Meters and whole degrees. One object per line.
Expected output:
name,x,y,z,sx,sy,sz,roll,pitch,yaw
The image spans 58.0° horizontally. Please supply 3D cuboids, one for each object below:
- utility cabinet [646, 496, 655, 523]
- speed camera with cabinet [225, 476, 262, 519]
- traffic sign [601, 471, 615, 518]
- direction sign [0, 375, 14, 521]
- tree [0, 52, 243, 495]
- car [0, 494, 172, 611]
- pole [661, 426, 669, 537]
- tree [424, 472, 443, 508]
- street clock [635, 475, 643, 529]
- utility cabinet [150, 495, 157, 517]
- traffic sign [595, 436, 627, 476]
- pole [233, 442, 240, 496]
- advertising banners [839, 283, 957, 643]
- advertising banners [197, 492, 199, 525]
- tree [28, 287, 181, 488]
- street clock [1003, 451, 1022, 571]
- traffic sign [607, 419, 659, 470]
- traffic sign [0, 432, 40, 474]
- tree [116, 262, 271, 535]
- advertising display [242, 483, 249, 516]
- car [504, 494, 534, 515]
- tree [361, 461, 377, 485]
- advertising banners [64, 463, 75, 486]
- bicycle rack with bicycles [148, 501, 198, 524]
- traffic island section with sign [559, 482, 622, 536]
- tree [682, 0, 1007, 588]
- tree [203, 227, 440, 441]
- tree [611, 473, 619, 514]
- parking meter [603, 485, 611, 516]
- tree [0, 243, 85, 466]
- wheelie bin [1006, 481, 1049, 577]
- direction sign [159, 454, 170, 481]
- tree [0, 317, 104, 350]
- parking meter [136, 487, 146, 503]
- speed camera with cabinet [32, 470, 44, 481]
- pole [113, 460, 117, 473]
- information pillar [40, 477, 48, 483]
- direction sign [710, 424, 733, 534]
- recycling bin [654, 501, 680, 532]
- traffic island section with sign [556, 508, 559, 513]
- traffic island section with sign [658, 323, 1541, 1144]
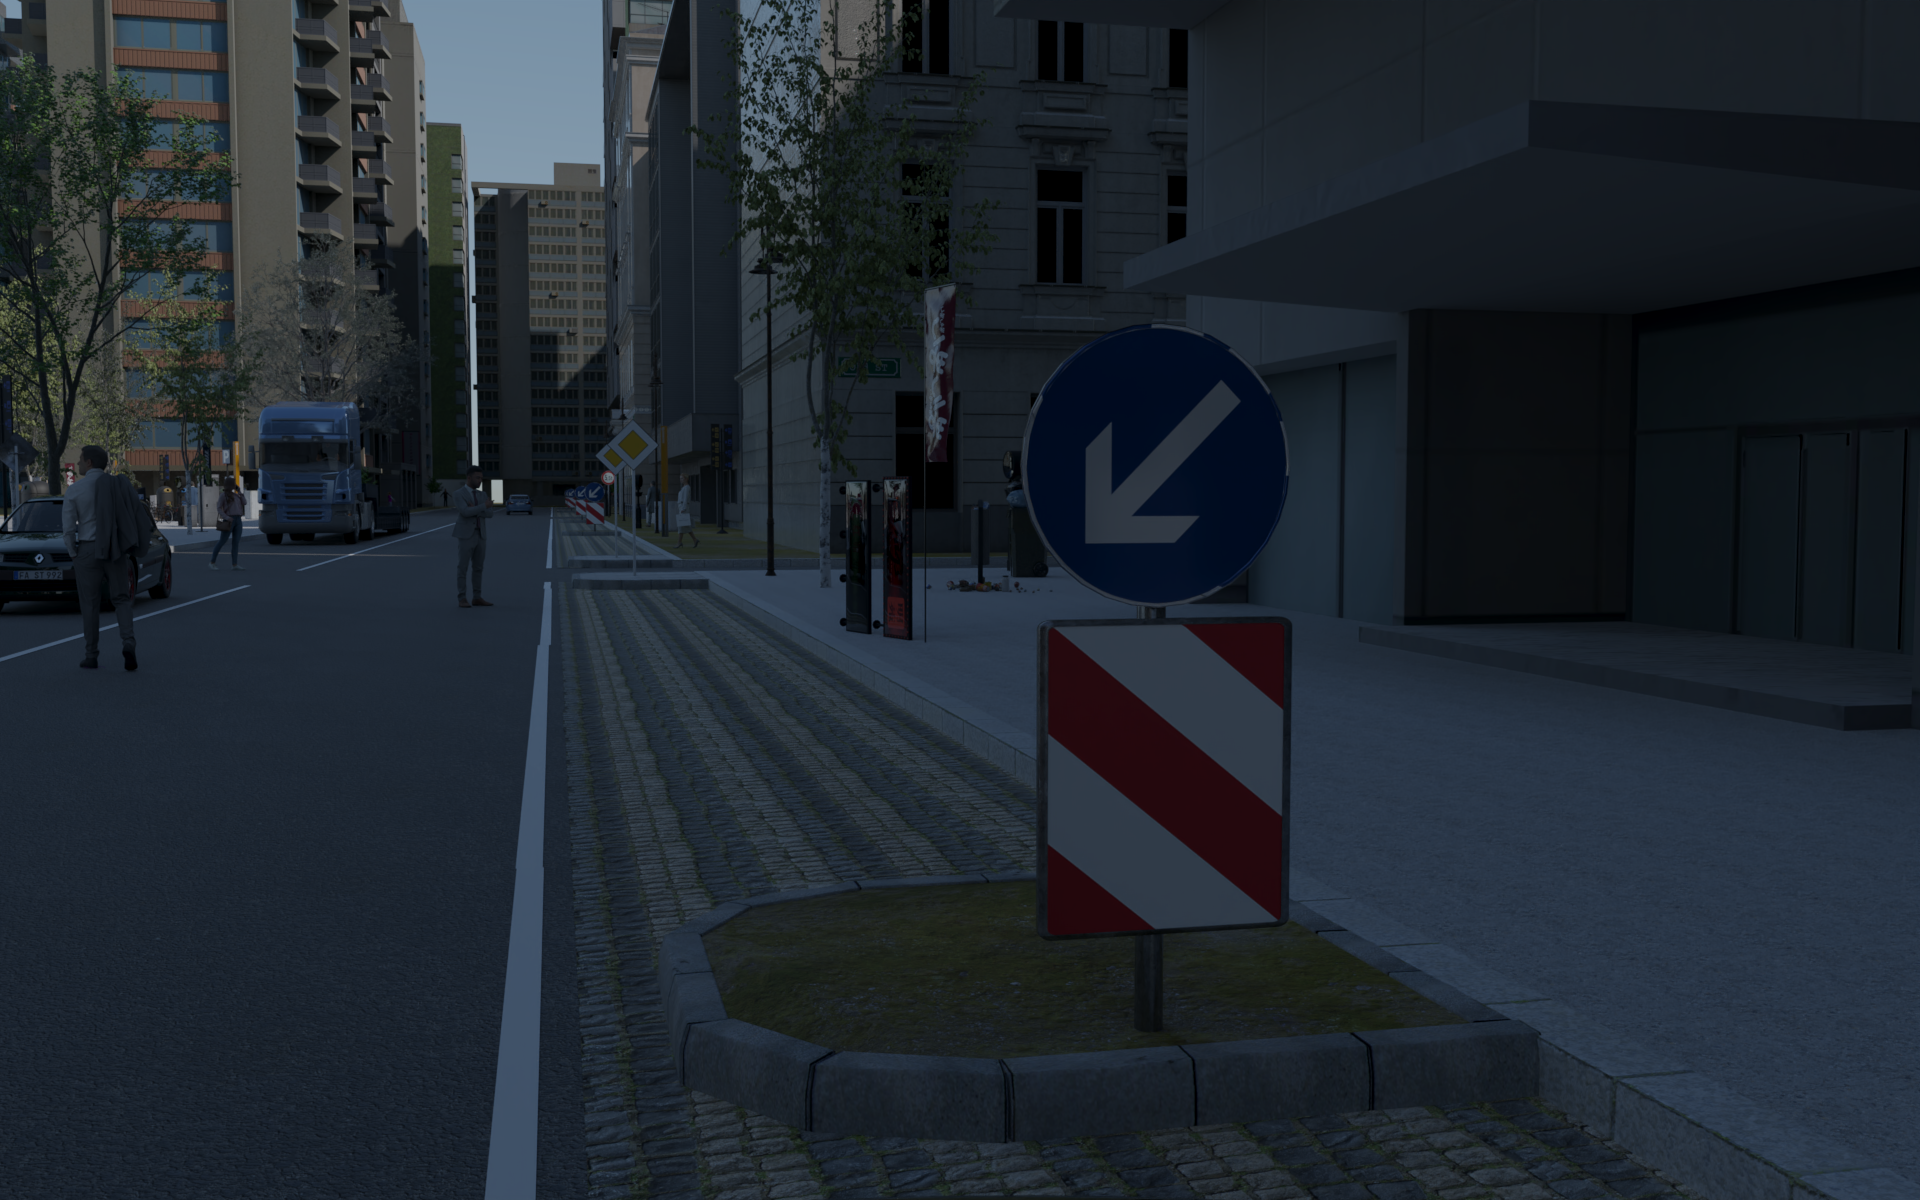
utility cabinet,-13.402,-3.964,75.981,0.306,1.237,1.020,-3,4,-38
speed camera with cabinet,-36.204,-5.720,87.866,0.660,3.252,2.038,2,4,34
traffic sign,-19.154,-5.770,94.450,0.768,2.556,0.104,-1,4,-11
direction sign,-18.323,-2.520,33.198,0.876,3.537,0.379,3,5,39
tree,-20.954,-6.996,40.132,9.928,11.665,9.643,0,3,0
car,-11.371,-0.766,22.315,2.009,1.686,4.222,-1,4,-15
pole,-8.849,-3.550,51.883,0.158,3.312,0.155,0,3,0
tree,-46.925,-9.786,154.610,1.663,3.219,1.824,0,3,0
street clock,-11.960,-3.659,64.394,0.358,2.002,0.471,0,4,8
utility cabinet,-42.623,-4.942,91.966,0.306,1.237,1.020,0,4,1
traffic sign,-6.904,-1.997,34.838,0.795,2.593,0.064,-1,4,-13
pole,-28.105,-4.493,67.310,0.158,3.312,0.155,0,3,0
advertising banners,-0.566,-1.169,15.307,0.090,3.025,2.074,-2,4,-31
advertising banners,-30.154,-4.456,69.037,0.090,3.025,2.074,-1,4,-13
tree,-30.501,-6.866,62.616,4.360,8.622,3.978,0,3,0
street clock,0.906,-1.487,28.881,0.358,2.002,0.471,-1,4,-23
traffic sign,-5.077,-1.521,27.064,0.795,2.593,0.064,-1,4,-13
traffic sign,-17.612,-1.845,32.352,0.795,2.593,0.064,-1,4,-13
tree,-24.062,-6.365,54.433,4.737,8.622,4.395,0,3,0
advertising display,-42.691,-6.009,103.455,0.123,1.923,0.974,-3,5,-40
car,-30.413,-6.574,119.485,2.014,1.417,4.499,-1,4,-15
tree,-34.730,-6.498,100.843,1.663,3.219,1.824,0,3,0
advertising banners,-49.473,-6.226,97.979,2.074,3.025,0.090,-1,4,-22
bicycle rack with bicycles,-33.871,-3.769,75.011,2.852,0.926,2.925,0,4,-1
traffic island section with sign,-12.737,-3.130,59.806,1.989,1.847,2.006,-1,4,-13
tree,-1.625,-4.481,23.619,4.737,8.622,4.395,0,3,0
tree,-29.100,-10.321,79.115,12.009,13.543,11.850,0,3,0
tree,-22.095,-7.164,111.739,1.663,3.219,1.824,0,3,0
parking meter,-20.362,-5.761,99.899,0.399,1.863,0.255,-3,5,-41
tree,-26.031,-5.938,47.456,4.737,8.622,4.395,0,3,0
wheelie bin,1.049,-1.157,26.830,0.693,1.594,0.980,0,4,-3
direction sign,-45.569,-6.560,99.253,0.876,3.537,0.379,2,4,32
tree,-39.542,-7.514,73.212,4.360,8.622,3.978,0,3,0
parking meter,-28.448,-3.163,60.128,0.372,1.533,0.369,0,3,0
speed camera with cabinet,-48.875,-5.996,92.369,0.660,3.252,2.038,-1,4,-12
pole,-49.898,-6.636,102.347,0.158,3.312,0.155,0,3,0
information pillar,-40.354,-4.399,76.418,0.304,2.012,0.304,-1,4,-11
direction sign,-7.706,-3.917,56.043,0.379,3.537,0.876,3,5,43
recycling bin,-9.978,-2.864,59.374,0.722,1.027,0.722,2,4,33
traffic island section with sign,-18.938,-4.745,86.204,1.989,1.847,2.006,-1,4,-13
traffic island section with sign,0.190,0.235,4.787,1.989,1.847,2.006,-1,4,-13
